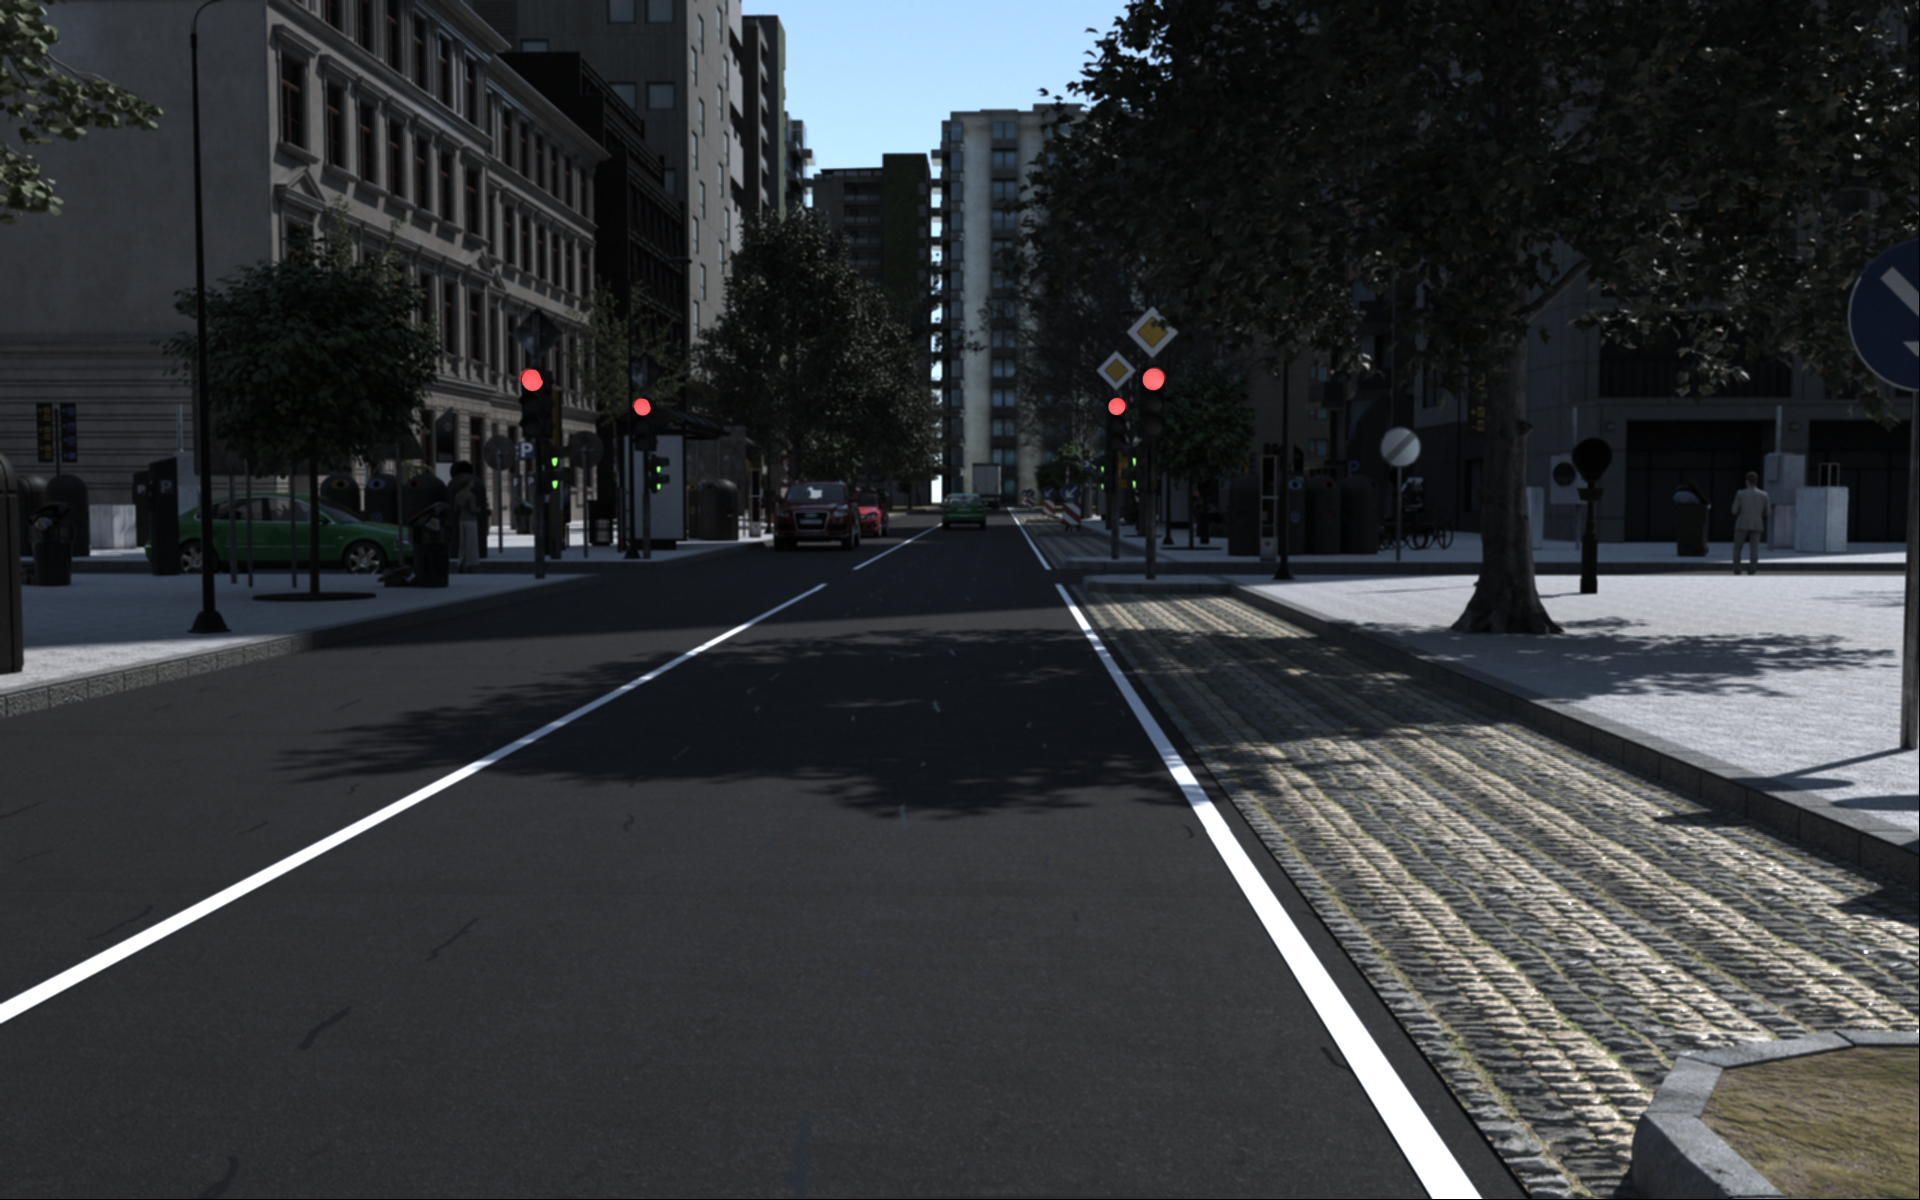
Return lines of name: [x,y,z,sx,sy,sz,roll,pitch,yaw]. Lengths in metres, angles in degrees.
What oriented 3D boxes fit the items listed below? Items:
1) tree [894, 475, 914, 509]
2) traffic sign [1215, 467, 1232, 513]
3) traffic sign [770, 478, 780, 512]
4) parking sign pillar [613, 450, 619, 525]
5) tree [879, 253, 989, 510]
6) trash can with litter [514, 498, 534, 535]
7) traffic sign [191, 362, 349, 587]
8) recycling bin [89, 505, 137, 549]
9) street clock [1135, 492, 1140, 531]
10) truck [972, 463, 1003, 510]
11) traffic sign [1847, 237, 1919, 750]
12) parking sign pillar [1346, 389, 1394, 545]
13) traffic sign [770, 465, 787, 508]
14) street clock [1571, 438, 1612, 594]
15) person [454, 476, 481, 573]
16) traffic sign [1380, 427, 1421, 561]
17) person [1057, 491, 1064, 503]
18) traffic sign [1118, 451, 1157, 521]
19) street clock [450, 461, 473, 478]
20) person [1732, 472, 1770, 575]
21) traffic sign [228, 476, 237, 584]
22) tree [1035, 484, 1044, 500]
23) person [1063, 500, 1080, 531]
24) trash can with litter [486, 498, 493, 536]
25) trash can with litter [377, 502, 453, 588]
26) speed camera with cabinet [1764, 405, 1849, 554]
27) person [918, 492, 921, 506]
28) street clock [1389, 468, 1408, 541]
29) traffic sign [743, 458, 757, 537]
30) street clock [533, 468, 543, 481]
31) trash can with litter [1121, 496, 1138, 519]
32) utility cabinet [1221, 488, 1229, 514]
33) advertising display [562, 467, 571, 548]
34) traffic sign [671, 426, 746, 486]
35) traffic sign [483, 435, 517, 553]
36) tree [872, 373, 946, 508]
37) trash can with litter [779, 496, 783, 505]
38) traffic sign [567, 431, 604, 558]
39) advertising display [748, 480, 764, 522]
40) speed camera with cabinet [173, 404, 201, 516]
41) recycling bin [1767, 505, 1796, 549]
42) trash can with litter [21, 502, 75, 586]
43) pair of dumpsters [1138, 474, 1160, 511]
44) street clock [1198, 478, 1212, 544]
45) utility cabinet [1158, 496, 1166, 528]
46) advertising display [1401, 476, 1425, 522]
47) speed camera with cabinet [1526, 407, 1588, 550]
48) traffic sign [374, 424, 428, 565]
tree: [-4.592,-9.263,146.050,1.663,3.219,1.824,0,3,0]
traffic sign: [8.705,-3.539,57.971,0.768,2.556,0.104,0,4,5]
traffic sign: [-8.739,-5.031,82.253,0.884,2.594,0.081,0,4,6]
parking sign pillar: [-13.872,-5.129,72.328,1.447,3.967,1.447,-2,4,-29]
tree: [-4.144,-17.077,135.096,12.611,20.169,13.585,0,3,0]
trash can with litter: [-13.532,-2.645,54.626,1.055,1.170,0.624,1,4,13]
traffic sign: [-9.457,-1.826,23.731,2.265,3.308,0.079,0,4,8]
recycling bin: [-19.803,-1.709,40.491,0.722,1.027,0.722,1,4,22]
street clock: [6.249,-3.407,60.282,0.358,2.002,0.471,-2,4,-30]
truck: [2.529,-10.612,162.412,2.839,4.237,11.283,0,4,2]
traffic sign: [4.784,-0.523,8.653,0.768,2.556,0.104,0,4,4]
parking sign pillar: [10.301,-3.393,43.950,1.447,3.967,1.447,3,5,41]
traffic sign: [-7.894,-4.584,75.054,0.768,2.556,0.104,0,4,6]
street clock: [8.137,-1.088,22.360,0.471,2.002,0.358,1,4,12]
person: [-8.876,-1.364,31.352,0.519,1.759,0.362,2,4,34]
traffic sign: [8.407,-2.021,33.143,0.768,2.556,0.104,0,4,8]
person: [11.144,-11.167,191.617,0.750,1.759,0.617,0,4,4]
traffic sign: [7.950,-5.252,79.735,2.265,3.308,0.079,1,4,11]
street clock: [-11.013,-2.064,38.319,0.358,2.002,0.471,2,4,32]
person: [13.204,-1.243,29.031,0.606,1.804,0.583,0,4,3]
traffic sign: [-10.415,-1.508,24.767,0.768,2.556,0.104,1,4,9]
tree: [8.895,-11.545,183.354,1.663,3.219,1.824,0,3,0]
person: [4.043,-3.351,63.064,0.755,1.850,0.659,2,4,28]
trash can with litter: [-14.711,-2.507,52.383,1.055,1.170,0.624,-2,4,-29]
trash can with litter: [-7.525,-0.763,23.857,1.055,1.170,0.624,1,4,13]
speed camera with cabinet: [18.602,-2.676,38.096,0.660,3.252,2.038,-1,4,-13]
person: [-4.542,-11.136,191.498,0.530,1.710,0.541,0,4,4]
street clock: [12.059,-2.637,47.685,0.471,2.002,0.358,3,5,44]
traffic sign: [-6.489,-3.110,52.026,0.795,2.450,0.064,0,4,2]
street clock: [-11.793,-2.717,48.997,0.471,2.002,0.358,0,4,5]
trash can with litter: [8.728,-4.794,89.768,1.055,1.170,0.624,3,5,39]
utility cabinet: [9.815,-3.349,63.428,1.173,1.500,0.318,-2,4,-34]
advertising display: [-9.469,-2.192,41.050,0.123,1.923,0.974,1,4,9]
traffic sign: [-7.533,-3.544,51.812,2.265,3.308,0.079,0,4,5]
traffic sign: [-9.989,-2.293,37.596,0.768,2.556,0.104,1,4,10]
tree: [-4.859,-14.431,154.074,7.486,12.596,7.792,0,3,0]
trash can with litter: [-11.049,-5.761,105.573,0.624,1.170,1.055,0,4,5]
traffic sign: [-7.537,-2.123,34.817,0.768,2.556,0.104,0,4,7]
advertising display: [-9.436,-4.579,80.086,0.123,1.923,0.974,3,4,36]
speed camera with cabinet: [-16.755,-2.645,37.581,0.660,3.252,2.038,-1,4,-20]
recycling bin: [19.343,-1.718,40.635,0.722,1.027,0.722,2,4,25]
trash can with litter: [-12.949,-0.792,24.343,1.055,1.170,0.624,2,4,30]
pair of dumpsters: [9.449,-4.899,82.599,1.574,2.255,4.437,0,4,1]
street clock: [6.284,-2.437,44.415,0.358,2.002,0.471,2,4,29]
utility cabinet: [8.046,-3.361,66.116,1.020,1.237,0.306,3,5,41]
advertising display: [16.257,-3.502,62.476,0.974,1.923,0.123,2,4,30]
speed camera with cabinet: [13.352,-2.782,39.815,2.038,3.252,0.660,3,5,44]
traffic sign: [-8.635,-1.633,26.707,0.884,2.594,0.081,1,4,9]
